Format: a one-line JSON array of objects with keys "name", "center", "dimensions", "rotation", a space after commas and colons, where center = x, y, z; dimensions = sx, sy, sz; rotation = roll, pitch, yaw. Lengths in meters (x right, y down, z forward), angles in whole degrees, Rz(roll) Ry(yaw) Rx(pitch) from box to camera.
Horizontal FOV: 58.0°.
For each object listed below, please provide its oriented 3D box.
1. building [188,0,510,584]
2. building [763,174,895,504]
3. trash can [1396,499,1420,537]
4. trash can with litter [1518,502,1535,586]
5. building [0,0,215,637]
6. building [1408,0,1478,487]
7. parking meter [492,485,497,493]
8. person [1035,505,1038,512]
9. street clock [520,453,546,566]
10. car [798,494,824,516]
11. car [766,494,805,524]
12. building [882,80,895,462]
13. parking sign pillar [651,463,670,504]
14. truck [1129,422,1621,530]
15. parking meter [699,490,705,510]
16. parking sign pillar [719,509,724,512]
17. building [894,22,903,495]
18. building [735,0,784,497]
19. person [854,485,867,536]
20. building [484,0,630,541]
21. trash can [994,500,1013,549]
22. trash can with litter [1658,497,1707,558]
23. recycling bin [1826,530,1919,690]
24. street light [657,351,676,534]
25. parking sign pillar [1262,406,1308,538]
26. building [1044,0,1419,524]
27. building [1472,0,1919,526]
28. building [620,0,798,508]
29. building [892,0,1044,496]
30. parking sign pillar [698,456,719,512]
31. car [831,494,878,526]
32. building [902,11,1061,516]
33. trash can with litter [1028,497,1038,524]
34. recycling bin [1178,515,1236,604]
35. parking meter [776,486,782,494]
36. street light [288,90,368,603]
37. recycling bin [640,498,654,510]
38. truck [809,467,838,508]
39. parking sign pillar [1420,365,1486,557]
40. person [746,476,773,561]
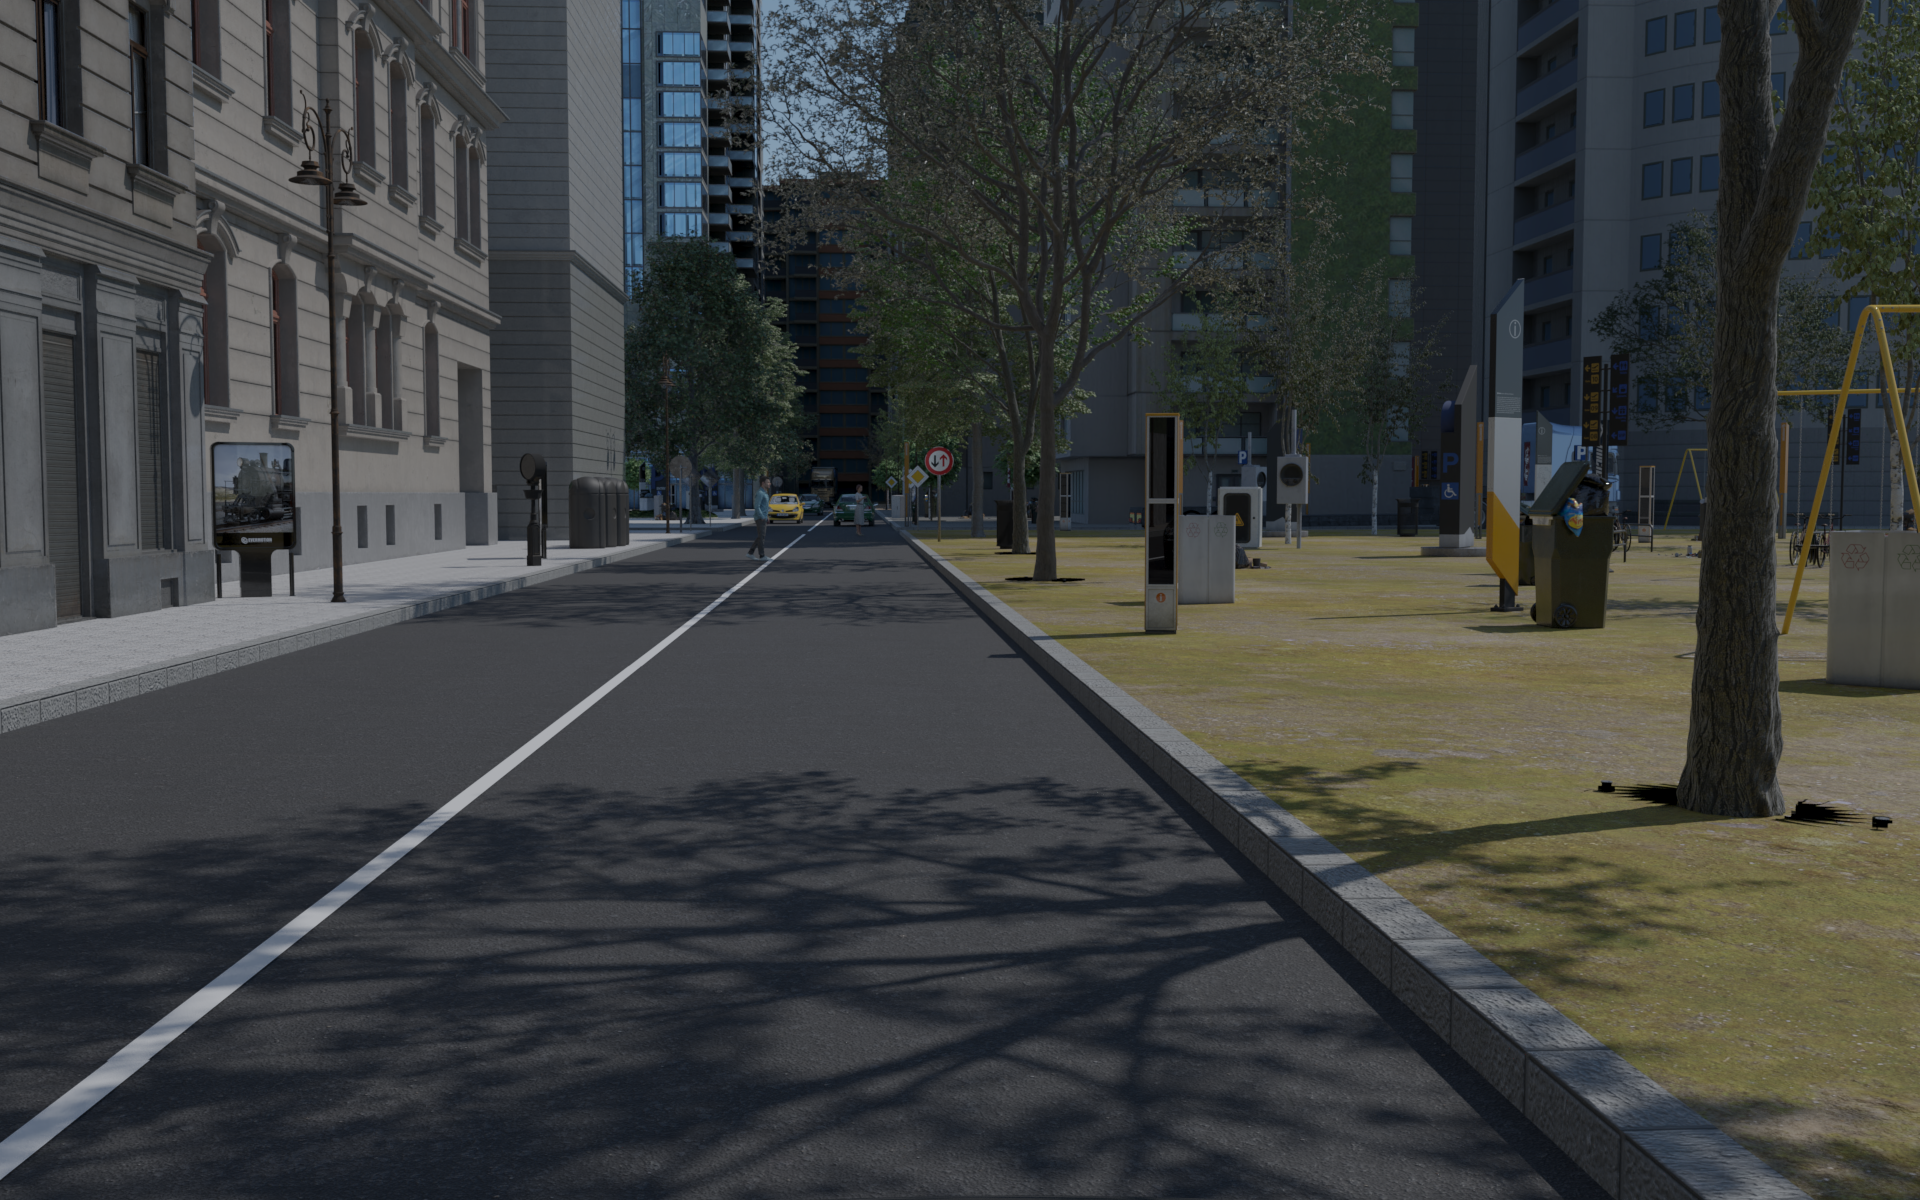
[{"name": "building", "center": [-17.322, -14.950, 31.826], "dimensions": [14.401, 28.519, 23.554], "rotation": [0, 4, -3]}, {"name": "building", "center": [-16.731, -35.677, 237.947], "dimensions": [28.867, 44.769, 22.147], "rotation": [0, 4, -3]}, {"name": "trash can", "center": [13.418, -2.462, 51.912], "dimensions": [0.748, 1.137, 0.748], "rotation": [0, 3, 0]}, {"name": "trash can with litter", "center": [8.242, -0.789, 24.293], "dimensions": [1.055, 1.170, 0.624], "rotation": [2, 4, 32]}, {"name": "building", "center": [-13.075, -9.897, 10.967], "dimensions": [9.793, 20.994, 18.267], "rotation": [0, 4, -3]}, {"name": "building", "center": [55.256, -47.232, 210.491], "dimensions": [20.611, 71.187, 20.563], "rotation": [0, 4, -3]}, {"name": "parking meter", "center": [-12.738, -2.357, 46.942], "dimensions": [0.372, 1.533, 0.369], "rotation": [0, 3, 0]}, {"name": "person", "center": [3.225, -3.495, 66.226], "dimensions": [0.593, 1.750, 0.643], "rotation": [2, 4, 35]}, {"name": "street clock", "center": [-7.602, -1.608, 30.856], "dimensions": [0.471, 2.002, 0.358], "rotation": [3, 5, 40]}, {"name": "car", "center": [-10.082, -6.332, 115.326], "dimensions": [2.131, 1.459, 4.920], "rotation": [0, 4, -2]}, {"name": "car", "center": [-8.538, -4.532, 84.325], "dimensions": [2.015, 1.641, 3.980], "rotation": [0, 4, -3]}, {"name": "building", "center": [5.094, -37.640, 204.645], "dimensions": [28.713, 52.752, 27.495], "rotation": [0, 4, -3]}, {"name": "parking sign pillar", "center": [-20.900, -8.095, 120.828], "dimensions": [1.447, 3.967, 1.447], "rotation": [1, 4, 20]}, {"name": "truck", "center": [15.799, -4.577, 64.588], "dimensions": [18.799, 4.110, 2.967], "rotation": [0, 4, -5]}, {"name": "parking meter", "center": [-15.813, -5.975, 106.096], "dimensions": [0.372, 1.533, 0.369], "rotation": [0, 3, 0]}, {"name": "parking sign pillar", "center": [-17.834, -8.369, 125.308], "dimensions": [1.447, 3.967, 1.447], "rotation": [-1, 4, -15]}, {"name": "building", "center": [0.890, -31.378, 163.145], "dimensions": [14.600, 45.320, 14.200], "rotation": [0, 4, -3]}, {"name": "building", "center": [-29.241, -45.514, 182.410], "dimensions": [20.563, 71.187, 20.611], "rotation": [0, 4, -3]}, {"name": "person", "center": [-3.403, -3.108, 59.892], "dimensions": [0.524, 1.755, 0.480], "rotation": [1, 4, 18]}, {"name": "building", "center": [-25.700, -16.766, 51.624], "dimensions": [29.804, 29.767, 11.434], "rotation": [0, 4, -3]}, {"name": "trash can", "center": [1.158, -1.768, 40.561], "dimensions": [0.748, 1.137, 0.748], "rotation": [0, 3, 0]}, {"name": "trash can with litter", "center": [15.077, -1.483, 35.313], "dimensions": [1.678, 1.210, 2.233], "rotation": [2, 4, 26]}, {"name": "recycling bin", "center": [6.352, 0.052, 11.701], "dimensions": [0.722, 1.027, 0.722], "rotation": [3, 5, 43]}, {"name": "street light", "center": [-9.468, -5.088, 55.973], "dimensions": [0.468, 5.910, 1.993], "rotation": [0, 4, -3]}, {"name": "parking sign pillar", "center": [9.683, -3.869, 51.727], "dimensions": [1.447, 3.967, 1.447], "rotation": [-1, 4, -22]}, {"name": "building", "center": [11.278, -24.031, 76.509], "dimensions": [14.086, 41.232, 14.154], "rotation": [0, 4, -3]}, {"name": "building", "center": [40.343, -32.799, 78.259], "dimensions": [28.212, 58.520, 21.231], "rotation": [0, 4, -3]}, {"name": "building", "center": [-35.214, -54.517, 204.031], "dimensions": [31.000, 86.520, 22.319], "rotation": [0, 4, -3]}, {"name": "building", "center": [3.228, -45.362, 179.921], "dimensions": [20.563, 71.187, 20.611], "rotation": [0, 4, -3]}, {"name": "parking sign pillar", "center": [-18.043, -8.152, 121.751], "dimensions": [1.447, 3.967, 1.447], "rotation": [0, 4, 7]}, {"name": "car", "center": [-4.764, -4.059, 78.160], "dimensions": [2.131, 1.459, 4.920], "rotation": [0, 4, -2]}, {"name": "building", "center": [3.368, -20.570, 108.014], "dimensions": [14.160, 30.474, 14.107], "rotation": [0, 4, -3]}, {"name": "trash can with litter", "center": [3.500, -3.877, 74.781], "dimensions": [1.055, 1.170, 0.624], "rotation": [-2, 4, -24]}, {"name": "recycling bin", "center": [2.800, -0.488, 20.526], "dimensions": [0.722, 1.027, 0.722], "rotation": [-1, 4, -14]}, {"name": "parking meter", "center": [-13.224, -7.383, 126.420], "dimensions": [0.399, 1.863, 0.255], "rotation": [3, 5, 44]}, {"name": "street light", "center": [-7.382, -2.912, 20.392], "dimensions": [0.468, 5.910, 1.993], "rotation": [0, 4, -3]}, {"name": "recycling bin", "center": [-18.977, -5.673, 105.314], "dimensions": [0.722, 1.027, 0.722], "rotation": [3, 5, 42]}, {"name": "truck", "center": [-14.267, -11.823, 182.226], "dimensions": [2.839, 4.237, 11.283], "rotation": [0, 4, -2]}, {"name": "parking sign pillar", "center": [10.287, -2.893, 35.769], "dimensions": [1.447, 3.967, 1.447], "rotation": [2, 4, 29]}, {"name": "person", "center": [-4.334, -1.764, 37.360], "dimensions": [0.620, 1.820, 0.660], "rotation": [0, 4, -2]}]
